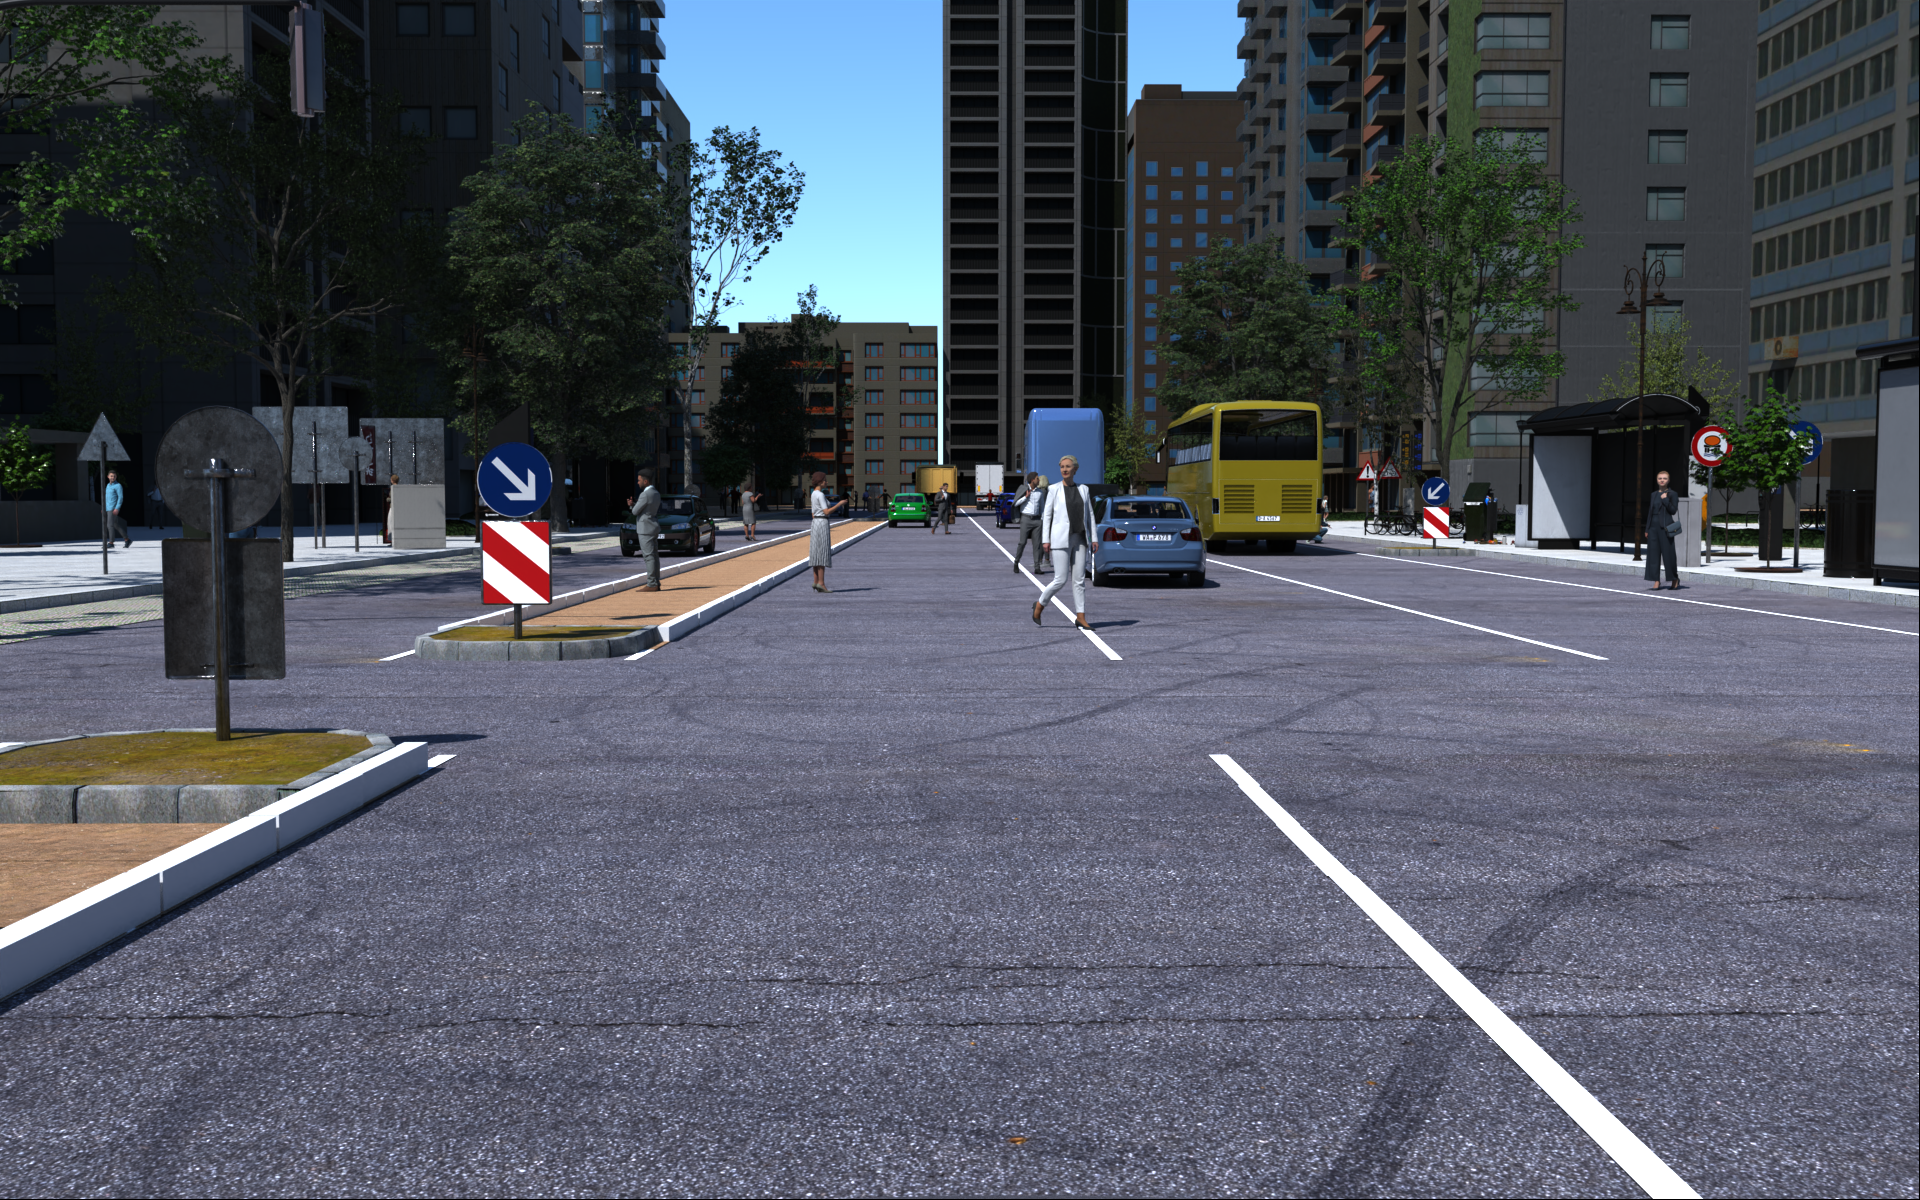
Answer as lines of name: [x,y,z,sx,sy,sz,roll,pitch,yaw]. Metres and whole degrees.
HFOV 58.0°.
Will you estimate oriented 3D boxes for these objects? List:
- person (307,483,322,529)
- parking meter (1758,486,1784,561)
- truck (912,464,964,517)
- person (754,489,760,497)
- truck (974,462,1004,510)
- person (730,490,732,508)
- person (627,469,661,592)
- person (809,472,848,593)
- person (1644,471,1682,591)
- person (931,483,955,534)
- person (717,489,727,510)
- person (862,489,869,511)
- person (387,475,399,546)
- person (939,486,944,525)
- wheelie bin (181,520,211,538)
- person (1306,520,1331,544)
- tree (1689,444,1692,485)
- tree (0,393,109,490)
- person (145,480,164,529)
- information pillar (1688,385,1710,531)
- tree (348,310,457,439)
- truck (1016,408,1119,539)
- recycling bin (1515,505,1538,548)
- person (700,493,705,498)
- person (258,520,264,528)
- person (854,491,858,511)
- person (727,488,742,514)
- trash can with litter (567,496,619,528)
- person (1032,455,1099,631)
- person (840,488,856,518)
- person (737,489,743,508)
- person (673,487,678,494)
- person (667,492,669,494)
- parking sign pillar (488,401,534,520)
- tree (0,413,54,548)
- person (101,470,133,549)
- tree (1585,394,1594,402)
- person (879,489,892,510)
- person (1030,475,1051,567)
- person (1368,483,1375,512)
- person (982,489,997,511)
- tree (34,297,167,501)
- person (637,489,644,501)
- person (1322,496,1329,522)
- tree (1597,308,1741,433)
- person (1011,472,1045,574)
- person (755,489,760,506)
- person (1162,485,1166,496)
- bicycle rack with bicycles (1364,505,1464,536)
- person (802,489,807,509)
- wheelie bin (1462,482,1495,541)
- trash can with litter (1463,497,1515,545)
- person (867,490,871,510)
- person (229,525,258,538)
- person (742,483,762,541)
person: [-23.751,-3.536,63.827,0.573,1.828,0.580,-2,4,-24]
parking meter: [15.618,-1.691,33.365,0.399,1.863,0.255,0,4,1]
truck: [-1.476,-7.095,111.924,3.469,3.379,9.791,0,3,0]
person: [-18.655,-9.466,161.540,1.217,1.735,0.721,1,4,9]
truck: [2.661,-10.284,157.049,2.839,4.237,11.283,0,4,1]
person: [-21.567,-9.645,164.554,0.721,1.723,1.217,0,4,0]
person: [-4.626,-1.021,25.367,0.466,1.800,0.511,0,4,-3]
person: [-1.938,-0.985,25.172,0.524,1.755,0.480,-2,4,-25]
person: [10.477,-1.035,25.840,0.576,1.772,0.534,3,4,39]
person: [-0.600,-3.251,61.625,0.622,1.834,0.822,-3,5,-42]
person: [-19.668,-8.318,142.845,0.445,1.727,0.742,3,5,40]
person: [-8.146,-8.681,150.308,0.709,1.838,0.599,0,4,-6]
person: [-13.972,-2.214,42.791,0.362,1.759,0.519,1,4,11]
person: [-0.851,-4.326,79.410,0.661,1.801,0.590,3,4,36]
wheelie bin: [-15.442,-1.670,35.210,0.980,1.594,0.693,0,4,-1]
person: [10.415,-2.212,50.166,0.738,1.151,1.012,3,5,40]
tree: [16.045,-2.526,35.907,1.663,3.219,1.824,0,3,0]
tree: [-31.748,-4.716,60.814,4.285,4.588,4.351,0,3,0]
person: [-29.314,-3.483,63.096,0.850,1.850,0.679,3,5,40]
information pillar: [15.856,-2.809,37.280,0.504,3.616,0.183,-1,4,-13]
tree: [-22.575,-7.331,70.229,4.737,8.622,4.395,0,3,0]
truck: [3.373,-3.591,48.467,2.967,4.110,18.799,0,4,0]
recycling bin: [13.818,-1.770,41.499,0.722,1.027,0.722,-2,4,-30]
person: [-23.381,-9.123,155.922,0.721,1.743,1.217,2,4,30]
person: [-26.420,-3.552,64.870,0.466,1.731,0.760,1,4,23]
person: [-8.660,-8.353,145.871,0.445,1.727,0.742,-2,4,-35]
person: [-14.690,-6.535,112.851,1.348,1.831,0.705,1,4,10]
trash can with litter: [-14.218,-3.384,66.378,2.233,1.210,1.678,-1,4,-11]
person: [1.110,-0.610,18.357,0.514,1.842,0.818,-3,5,-42]
person: [-6.765,-5.809,103.491,1.348,1.822,0.705,3,5,44]
person: [-20.110,-9.192,157.162,1.217,1.723,0.721,0,4,-7]
person: [-23.294,-8.324,142.070,0.705,1.831,1.348,1,4,17]
person: [-24.176,-8.265,144.371,0.628,1.438,0.799,0,4,-4]
parking sign pillar: [-13.027,-3.786,50.375,1.447,3.967,1.447,1,4,15]
tree: [-22.551,-2.876,41.619,1.663,3.219,1.824,0,3,0]
person: [-19.909,-2.139,40.884,0.748,1.841,0.638,-3,5,-41]
tree: [29.364,-7.600,74.624,4.737,8.622,4.395,0,3,0]
person: [-6.606,-8.840,152.671,1.348,1.869,0.705,-2,4,-26]
person: [1.533,-1.545,33.952,0.526,1.800,0.537,2,4,27]
person: [20.273,-4.847,85.383,0.616,1.811,0.778,-3,5,-40]
person: [2.556,-8.466,146.858,1.348,1.831,0.705,1,4,13]
tree: [-32.676,-7.044,65.527,4.737,8.622,4.395,0,3,0]
person: [-10.790,-3.091,59.397,0.532,1.782,0.716,0,4,5]
person: [16.515,-4.133,78.640,0.382,1.210,0.505,-2,4,-25]
tree: [28.200,-7.213,68.295,4.737,8.622,4.395,0,3,0]
person: [1.216,-1.375,31.078,0.679,1.850,0.850,-2,4,-30]
person: [-16.677,-8.354,143.416,0.721,1.735,1.217,1,4,16]
person: [12.537,-6.098,105.761,0.705,1.823,1.348,-1,4,-17]
bicycle rack with bicycles: [13.845,-2.489,54.082,2.852,0.926,2.925,-3,5,-43]
person: [-13.848,-8.934,152.940,0.721,1.723,1.217,-3,4,-38]
wheelie bin: [14.115,-2.400,47.154,0.693,1.594,0.980,-3,5,-42]
trash can with litter: [13.886,-2.063,44.782,1.678,1.210,2.233,1,4,19]
person: [-8.460,-9.290,160.400,0.705,1.823,1.348,-1,4,-18]
person: [-10.357,-0.986,25.213,0.643,1.750,0.593,0,4,3]
person: [-6.357,-2.713,53.215,0.716,1.782,0.532,3,5,44]
